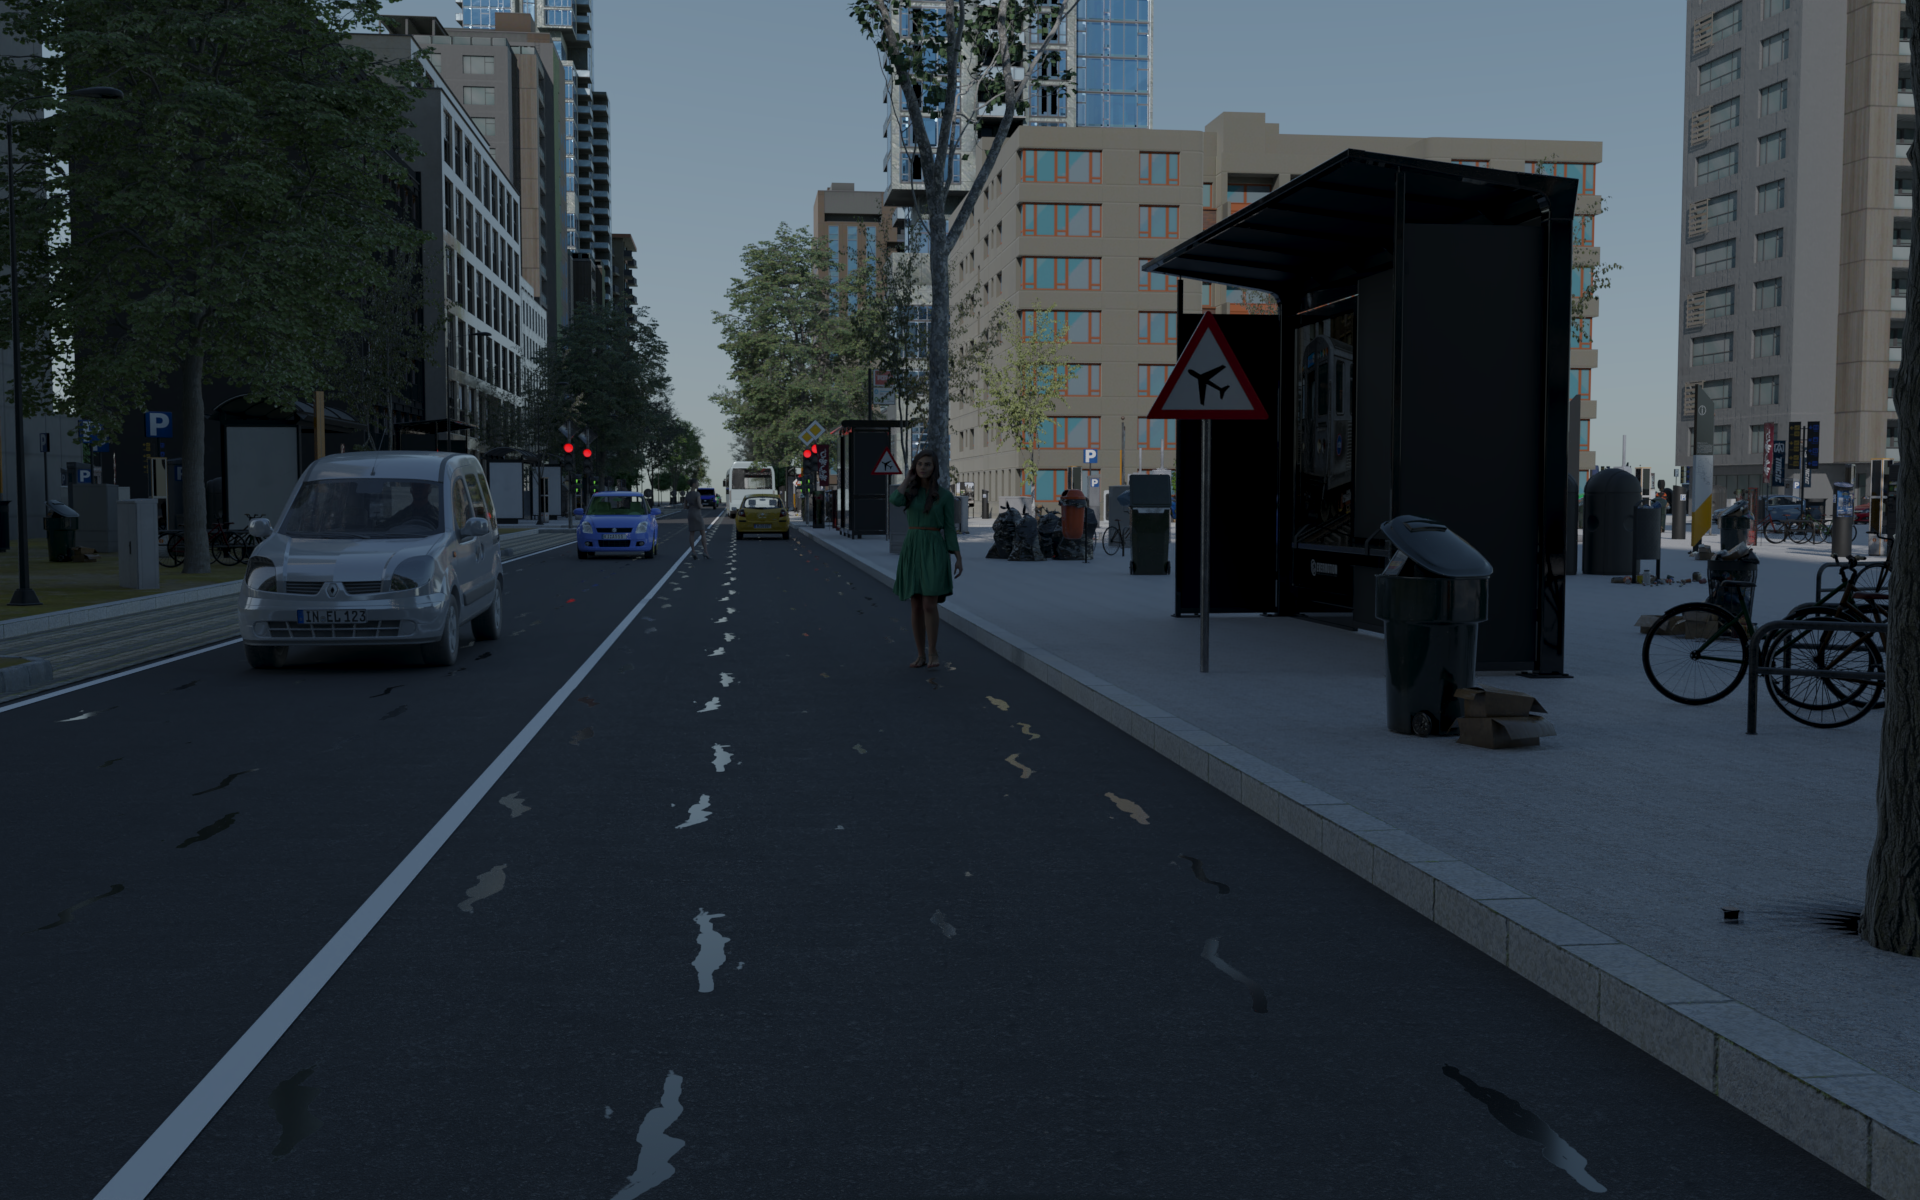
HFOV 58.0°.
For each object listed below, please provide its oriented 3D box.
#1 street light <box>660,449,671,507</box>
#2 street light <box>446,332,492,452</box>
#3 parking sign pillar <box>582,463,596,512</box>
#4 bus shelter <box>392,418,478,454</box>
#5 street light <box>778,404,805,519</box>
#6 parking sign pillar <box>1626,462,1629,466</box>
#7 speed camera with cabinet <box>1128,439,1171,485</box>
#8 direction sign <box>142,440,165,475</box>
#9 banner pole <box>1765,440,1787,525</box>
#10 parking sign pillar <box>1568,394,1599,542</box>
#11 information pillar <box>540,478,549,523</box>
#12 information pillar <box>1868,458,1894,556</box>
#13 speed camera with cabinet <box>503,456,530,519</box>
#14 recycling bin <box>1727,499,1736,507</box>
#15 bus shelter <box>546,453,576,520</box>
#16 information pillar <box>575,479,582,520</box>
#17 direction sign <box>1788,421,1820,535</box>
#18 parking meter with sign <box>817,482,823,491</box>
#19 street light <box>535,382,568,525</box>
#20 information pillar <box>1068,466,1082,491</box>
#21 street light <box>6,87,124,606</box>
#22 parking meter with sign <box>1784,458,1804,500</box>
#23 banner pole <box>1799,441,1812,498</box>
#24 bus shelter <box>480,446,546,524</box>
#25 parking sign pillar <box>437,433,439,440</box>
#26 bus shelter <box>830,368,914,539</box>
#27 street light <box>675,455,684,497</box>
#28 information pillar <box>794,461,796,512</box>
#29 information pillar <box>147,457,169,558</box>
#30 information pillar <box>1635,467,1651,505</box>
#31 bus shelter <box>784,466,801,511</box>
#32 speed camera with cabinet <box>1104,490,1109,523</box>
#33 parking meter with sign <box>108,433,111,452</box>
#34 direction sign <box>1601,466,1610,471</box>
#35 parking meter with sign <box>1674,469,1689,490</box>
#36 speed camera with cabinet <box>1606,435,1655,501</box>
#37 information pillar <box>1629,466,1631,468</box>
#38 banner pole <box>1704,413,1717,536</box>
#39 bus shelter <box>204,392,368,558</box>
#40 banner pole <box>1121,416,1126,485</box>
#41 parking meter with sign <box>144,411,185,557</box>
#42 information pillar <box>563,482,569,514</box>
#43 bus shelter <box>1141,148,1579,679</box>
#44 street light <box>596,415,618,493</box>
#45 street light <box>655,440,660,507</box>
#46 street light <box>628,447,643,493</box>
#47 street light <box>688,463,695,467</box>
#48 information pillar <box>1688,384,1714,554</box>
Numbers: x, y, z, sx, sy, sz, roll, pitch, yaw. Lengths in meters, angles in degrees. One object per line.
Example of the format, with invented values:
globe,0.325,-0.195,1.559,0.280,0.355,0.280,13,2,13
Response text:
street light,-30.487,-12.585,178.311,1.470,5.913,1.316,0,4,-7
street light,-14.095,-4.716,49.650,1.470,5.913,1.316,0,4,-7
parking sign pillar,-24.952,-7.892,117.504,1.447,3.967,1.447,-1,4,-21
bus shelter,-17.066,-3.997,56.632,1.731,3.624,6.357,0,4,-7
street light,-8.433,-7.064,88.037,1.470,5.913,1.316,0,4,-7
parking sign pillar,56.018,-9.643,146.136,1.447,3.967,1.447,2,4,34
speed camera with cabinet,6.571,-4.159,62.342,2.038,3.252,0.660,1,4,9
direction sign,-33.852,-4.942,72.797,0.876,3.537,0.379,-1,4,-22
banner pole,33.389,-4.955,71.034,0.863,3.779,0.401,2,4,24
parking sign pillar,16.112,-3.556,46.613,1.447,3.967,1.447,-3,4,-37
information pillar,-18.513,-4.439,77.075,0.304,2.012,0.304,2,4,25
information pillar,19.007,-1.911,35.743,0.304,2.012,0.304,-1,4,-19
speed camera with cabinet,-22.665,-5.737,88.144,2.038,3.252,0.660,3,5,43
recycling bin,39.549,-4.649,88.572,0.722,1.027,0.722,-1,4,-11
bus shelter,-20.718,-5.739,87.759,2.014,3.302,5.546,0,4,-7
information pillar,-19.017,-5.003,86.285,0.304,2.012,0.304,-1,4,-18
direction sign,26.299,-3.795,54.045,0.876,3.537,0.379,3,4,37
parking meter with sign,-8.707,-6.755,106.699,1.738,3.016,0.543,3,5,41
street light,-16.924,-6.075,71.873,1.470,5.913,1.316,0,4,-7
information pillar,3.004,-2.498,45.326,0.304,2.012,0.304,-1,4,-17
street light,-10.248,-2.894,19.858,1.470,5.913,1.316,0,4,-7
parking meter with sign,40.214,-5.345,83.654,0.543,3.016,1.738,-1,4,-9
banner pole,39.612,-5.579,81.230,0.401,3.779,0.863,-1,4,-18
bus shelter,-19.729,-5.043,76.369,2.014,3.302,5.546,0,4,-7
parking sign pillar,-22.047,-5.101,71.867,1.447,3.967,1.447,2,4,26
bus shelter,-2.820,-4.615,53.087,2.179,5.291,8.768,0,4,-7
street light,-34.288,-14.408,208.109,1.470,5.913,1.316,0,4,-7
information pillar,-11.516,-7.912,120.721,0.183,3.616,0.504,0,4,1
information pillar,-16.144,-1.859,34.884,0.304,2.012,0.304,-3,4,-37
information pillar,18.756,-2.638,47.620,0.304,2.012,0.304,-1,4,-16
bus shelter,-11.980,-8.237,128.604,2.014,3.302,5.546,0,4,-7
speed camera with cabinet,7.160,-4.936,75.038,0.660,3.252,2.038,-3,5,-44
parking meter with sign,-24.405,-3.194,48.476,0.543,3.016,1.738,0,4,-3
direction sign,52.157,-9.056,140.067,0.876,3.537,0.379,-1,4,-18
parking meter with sign,50.169,-7.534,119.436,0.543,3.016,1.738,-3,5,-41
speed camera with cabinet,22.645,-3.923,58.475,2.038,3.252,0.660,-2,4,-35
information pillar,54.527,-9.179,141.435,0.504,3.616,0.183,0,4,5
banner pole,23.120,-3.891,53.628,0.401,3.779,0.863,-1,4,-15
bus shelter,-14.320,-2.645,37.177,2.014,3.302,5.546,0,4,-7
banner pole,5.279,-4.031,55.919,0.401,3.779,0.863,1,4,12
parking meter with sign,-16.337,-2.434,36.060,1.738,3.016,0.543,3,5,44
information pillar,-23.159,-5.959,101.928,0.304,2.012,0.304,-2,4,-33
bus shelter,3.109,-1.451,15.003,1.731,3.624,6.357,0,4,-7
street light,-20.766,-7.898,101.665,1.470,5.913,1.316,0,4,-7
street light,-26.608,-10.720,147.817,1.470,5.913,1.316,0,4,-7
street light,-24.604,-9.720,131.458,1.470,5.913,1.316,0,4,-7
street light,-40.982,-17.587,260.087,1.470,5.913,1.316,0,4,-7
information pillar,15.820,-2.786,36.913,0.504,3.616,0.183,-1,4,-22
